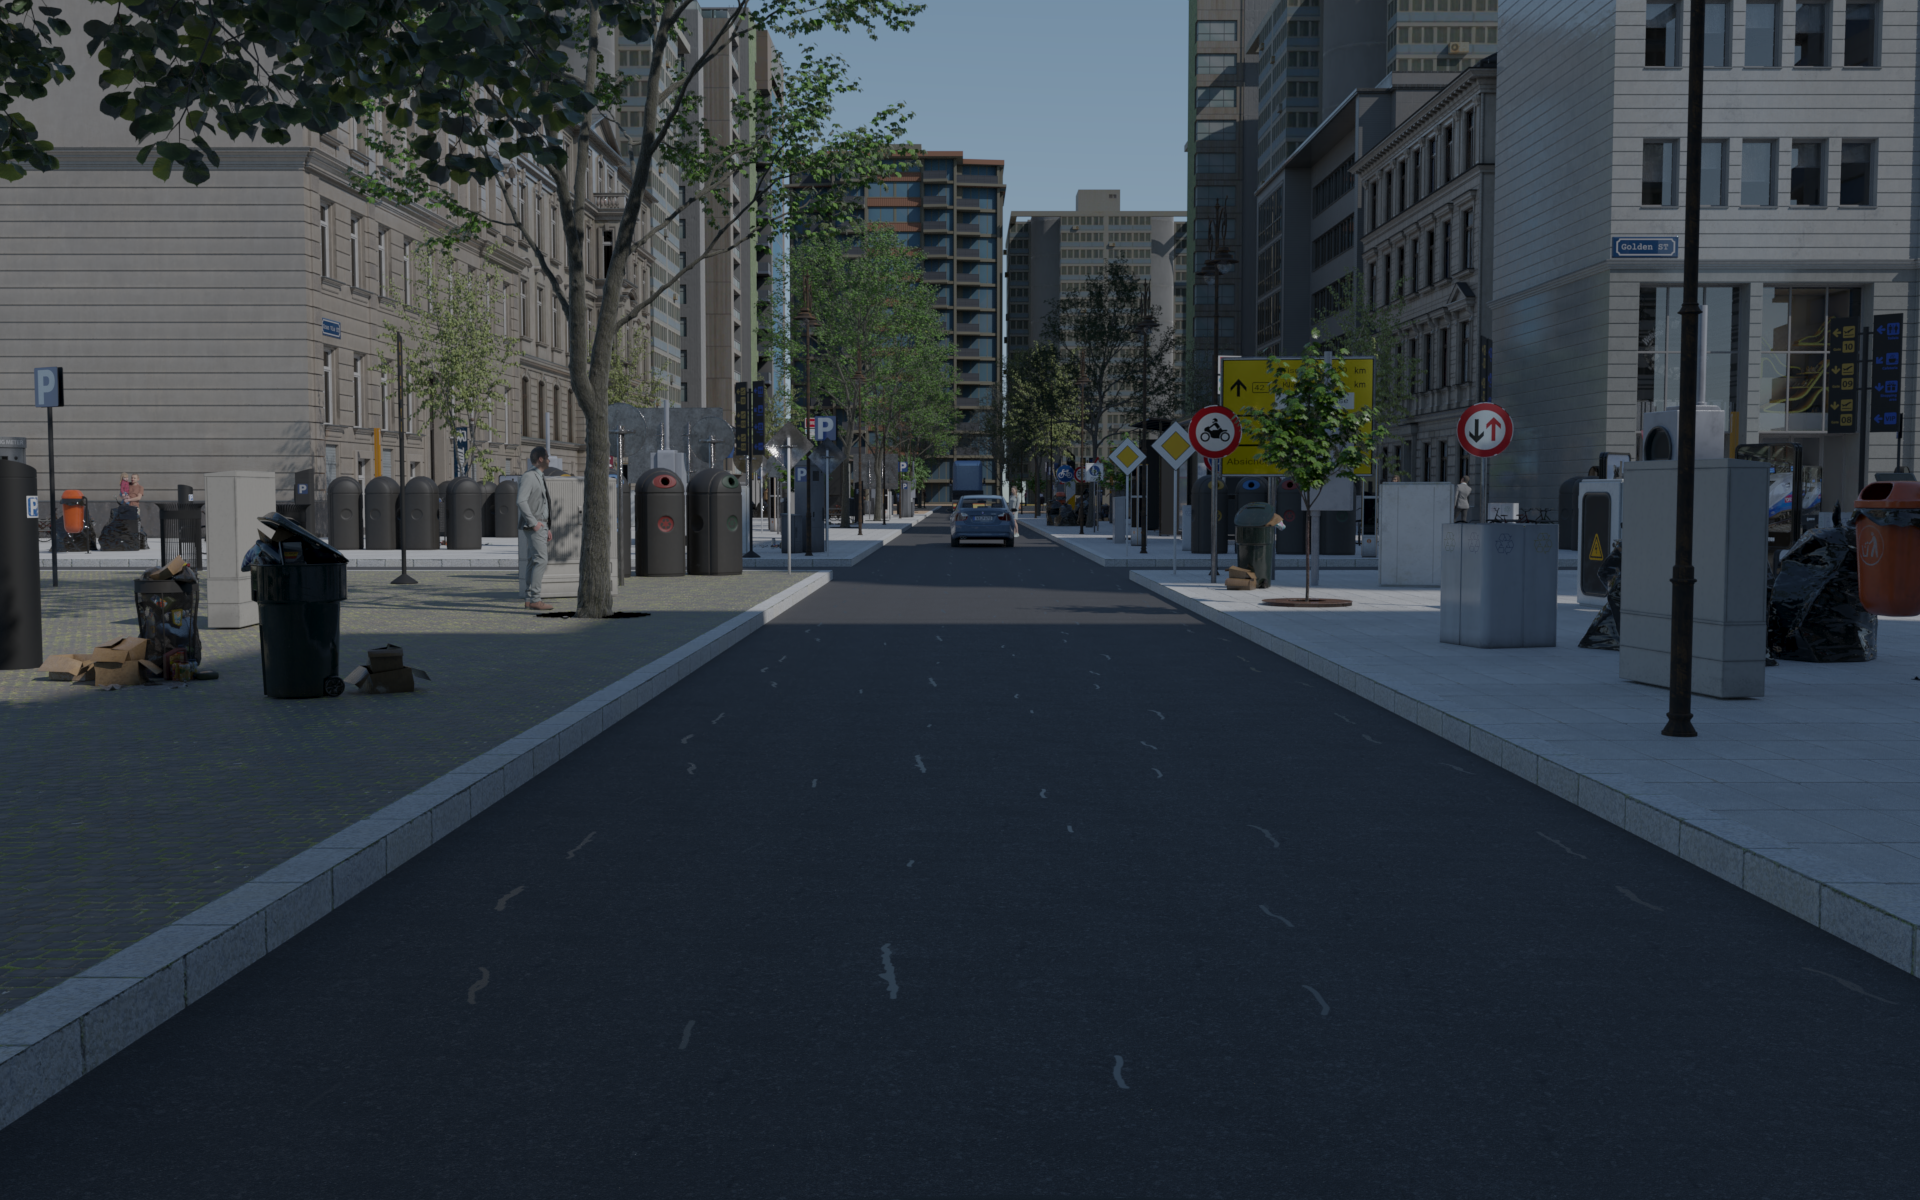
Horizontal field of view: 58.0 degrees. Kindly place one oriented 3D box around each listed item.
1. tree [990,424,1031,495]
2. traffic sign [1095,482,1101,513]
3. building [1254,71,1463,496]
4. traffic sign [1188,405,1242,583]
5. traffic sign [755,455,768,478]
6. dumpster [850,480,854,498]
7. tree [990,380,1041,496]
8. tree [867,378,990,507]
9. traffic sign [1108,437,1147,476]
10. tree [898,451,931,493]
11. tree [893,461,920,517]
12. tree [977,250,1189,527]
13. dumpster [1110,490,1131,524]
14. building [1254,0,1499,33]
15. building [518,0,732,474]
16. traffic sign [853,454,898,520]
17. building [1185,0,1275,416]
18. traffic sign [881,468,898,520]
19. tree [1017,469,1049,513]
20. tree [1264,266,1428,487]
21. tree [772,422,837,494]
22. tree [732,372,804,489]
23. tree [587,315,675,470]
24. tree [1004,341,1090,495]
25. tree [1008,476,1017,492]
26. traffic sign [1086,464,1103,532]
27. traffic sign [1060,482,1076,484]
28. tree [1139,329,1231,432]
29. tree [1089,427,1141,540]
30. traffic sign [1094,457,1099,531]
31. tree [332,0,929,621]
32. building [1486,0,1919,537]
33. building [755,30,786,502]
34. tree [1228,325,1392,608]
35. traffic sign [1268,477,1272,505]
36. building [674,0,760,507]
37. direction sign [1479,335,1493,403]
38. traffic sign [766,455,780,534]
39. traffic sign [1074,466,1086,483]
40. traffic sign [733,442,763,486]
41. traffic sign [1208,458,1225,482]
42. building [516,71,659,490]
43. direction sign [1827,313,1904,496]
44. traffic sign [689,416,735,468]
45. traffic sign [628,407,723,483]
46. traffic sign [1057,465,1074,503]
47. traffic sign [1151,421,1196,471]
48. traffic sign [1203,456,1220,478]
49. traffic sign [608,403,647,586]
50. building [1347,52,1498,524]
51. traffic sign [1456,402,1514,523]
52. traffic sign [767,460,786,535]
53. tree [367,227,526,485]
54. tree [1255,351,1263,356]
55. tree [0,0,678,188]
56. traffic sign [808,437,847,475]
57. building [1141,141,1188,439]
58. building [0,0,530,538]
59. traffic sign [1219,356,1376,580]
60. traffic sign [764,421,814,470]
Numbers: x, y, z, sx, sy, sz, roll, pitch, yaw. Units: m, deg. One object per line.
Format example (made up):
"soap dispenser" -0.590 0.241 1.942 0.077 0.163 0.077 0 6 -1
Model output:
"tree" 4.647 -12.488 154.546 4.360 8.622 3.978 0 3 0
"traffic sign" 7.557 -5.710 93.457 0.768 2.556 0.104 0 4 4
"building" 25.627 -16.896 95.310 14.314 24.678 30.058 0 3 0
"traffic sign" 3.659 -1.517 24.903 0.768 2.556 0.104 0 4 7
"traffic sign" -6.498 -3.481 56.645 0.795 2.593 0.064 0 4 4
"dumpster" -6.918 -6.065 101.664 1.502 2.255 1.985 0 4 0
"tree" 4.409 -16.953 187.547 12.009 13.543 11.850 0 3 0
"tree" -4.063 -16.119 173.918 12.009 13.543 11.850 0 3 0
"traffic sign" 3.456 -2.042 35.575 0.795 2.593 0.064 0 3 0
"tree" -3.803 -8.936 129.821 4.285 4.588 4.351 0 3 0
"tree" -3.366 -6.383 98.967 1.663 3.219 1.824 0 3 0
"tree" 5.285 -8.047 65.986 7.601 10.594 8.767 1 4 16
"dumpster" 7.087 -4.157 73.723 1.264 1.857 1.865 0 3 0
"building" 34.278 -26.335 122.466 32.217 40.220 23.993 0 3 0
"building" -33.047 -26.324 122.284 32.217 40.220 23.993 0 3 0
"traffic sign" -4.238 -5.708 87.198 2.265 3.308 0.079 0 4 1
"building" 25.307 -28.003 141.444 14.154 41.232 14.086 0 3 0
"traffic sign" -3.519 -5.313 86.877 0.884 2.594 0.081 0 4 2
"tree" 5.258 -7.461 116.581 1.663 3.219 1.824 0 3 0
"tree" 13.012 -6.417 55.281 4.737 8.622 4.395 0 3 0
"tree" -4.279 -3.116 45.552 1.663 3.219 1.824 0 3 0
"tree" -11.181 -9.280 102.097 4.737 8.622 4.395 0 3 0
"tree" -14.062 -7.454 72.240 4.737 8.622 4.395 0 3 0
"tree" 4.389 -8.033 81.707 4.737 8.622 4.395 0 3 0
"tree" 5.191 -9.568 151.034 1.663 3.219 1.824 0 3 0
"traffic sign" 4.483 -3.400 57.715 0.606 2.300 0.079 1 4 8
"traffic sign" 5.746 -5.641 92.241 0.884 2.594 0.081 1 4 8
"tree" 10.315 -7.792 77.766 4.360 8.622 3.978 0 3 0
"tree" 4.721 -3.318 48.846 1.663 3.219 1.824 0 3 0
"traffic sign" 4.784 -3.676 60.102 0.884 2.594 0.081 0 4 5
"tree" -3.753 -5.615 17.559 9.928 11.665 9.643 0 3 0
"building" 33.211 -16.922 54.164 29.804 29.767 11.434 0 3 0
"building" -24.541 -31.523 165.508 14.200 45.320 14.600 0 3 0
"tree" 4.142 -1.548 19.906 1.663 3.219 1.824 0 3 0
"traffic sign" 5.014 -1.703 27.951 0.768 2.556 0.104 0 4 6
"building" -24.317 -27.991 141.251 14.154 41.232 14.086 0 3 0
"direction sign" 7.623 -2.030 25.185 0.379 3.537 0.876 2 4 26
"traffic sign" -5.782 -3.357 54.992 0.768 2.556 0.104 0 4 4
"traffic sign" 5.538 -4.797 78.533 0.768 2.556 0.104 0 4 7
"traffic sign" -5.240 -2.606 42.718 0.768 2.556 0.104 1 4 9
"traffic sign" 6.342 -2.542 41.668 0.768 2.556 0.104 0 4 2
"building" -24.399 -16.651 91.327 14.460 24.649 34.723 0 3 0
"direction sign" 11.493 -1.839 22.062 0.379 3.537 0.876 -3 5 -39
"traffic sign" -4.073 -1.731 28.402 0.768 2.556 0.104 0 4 7
"traffic sign" -6.699 -2.869 40.778 2.265 3.308 0.079 0 4 3
"traffic sign" 4.584 -4.605 75.401 0.768 2.556 0.104 0 4 6
"traffic sign" 3.451 -1.553 27.590 0.795 2.593 0.064 0 3 0
"traffic sign" 6.294 -2.571 42.145 0.768 2.556 0.104 0 4 6
"traffic sign" -4.738 -1.470 24.146 0.768 2.556 0.104 0 4 8
"building" 23.149 -12.613 70.856 10.561 19.102 19.286 0 3 0
"traffic sign" 7.289 -1.469 24.123 0.768 2.556 0.104 0 4 8
"traffic sign" -5.607 -3.320 54.292 0.884 2.594 0.081 0 4 7
"tree" -13.785 -5.936 47.412 4.737 8.622 4.395 0 3 0
"tree" 15.723 -8.329 86.546 4.737 8.622 4.395 0 3 0
"tree" -4.457 -6.038 5.379 9.857 13.997 8.962 0 3 0
"traffic sign" -2.738 -2.043 35.599 0.795 2.593 0.064 0 3 0
"building" 34.477 -28.660 160.473 32.217 40.220 23.993 0 3 0
"building" -24.356 -16.154 61.388 12.463 27.353 25.104 0 3 0
"traffic sign" 4.994 -1.947 25.707 2.265 3.308 0.079 0 4 7
"traffic sign" -2.743 -1.555 27.614 0.795 2.593 0.064 0 3 0
